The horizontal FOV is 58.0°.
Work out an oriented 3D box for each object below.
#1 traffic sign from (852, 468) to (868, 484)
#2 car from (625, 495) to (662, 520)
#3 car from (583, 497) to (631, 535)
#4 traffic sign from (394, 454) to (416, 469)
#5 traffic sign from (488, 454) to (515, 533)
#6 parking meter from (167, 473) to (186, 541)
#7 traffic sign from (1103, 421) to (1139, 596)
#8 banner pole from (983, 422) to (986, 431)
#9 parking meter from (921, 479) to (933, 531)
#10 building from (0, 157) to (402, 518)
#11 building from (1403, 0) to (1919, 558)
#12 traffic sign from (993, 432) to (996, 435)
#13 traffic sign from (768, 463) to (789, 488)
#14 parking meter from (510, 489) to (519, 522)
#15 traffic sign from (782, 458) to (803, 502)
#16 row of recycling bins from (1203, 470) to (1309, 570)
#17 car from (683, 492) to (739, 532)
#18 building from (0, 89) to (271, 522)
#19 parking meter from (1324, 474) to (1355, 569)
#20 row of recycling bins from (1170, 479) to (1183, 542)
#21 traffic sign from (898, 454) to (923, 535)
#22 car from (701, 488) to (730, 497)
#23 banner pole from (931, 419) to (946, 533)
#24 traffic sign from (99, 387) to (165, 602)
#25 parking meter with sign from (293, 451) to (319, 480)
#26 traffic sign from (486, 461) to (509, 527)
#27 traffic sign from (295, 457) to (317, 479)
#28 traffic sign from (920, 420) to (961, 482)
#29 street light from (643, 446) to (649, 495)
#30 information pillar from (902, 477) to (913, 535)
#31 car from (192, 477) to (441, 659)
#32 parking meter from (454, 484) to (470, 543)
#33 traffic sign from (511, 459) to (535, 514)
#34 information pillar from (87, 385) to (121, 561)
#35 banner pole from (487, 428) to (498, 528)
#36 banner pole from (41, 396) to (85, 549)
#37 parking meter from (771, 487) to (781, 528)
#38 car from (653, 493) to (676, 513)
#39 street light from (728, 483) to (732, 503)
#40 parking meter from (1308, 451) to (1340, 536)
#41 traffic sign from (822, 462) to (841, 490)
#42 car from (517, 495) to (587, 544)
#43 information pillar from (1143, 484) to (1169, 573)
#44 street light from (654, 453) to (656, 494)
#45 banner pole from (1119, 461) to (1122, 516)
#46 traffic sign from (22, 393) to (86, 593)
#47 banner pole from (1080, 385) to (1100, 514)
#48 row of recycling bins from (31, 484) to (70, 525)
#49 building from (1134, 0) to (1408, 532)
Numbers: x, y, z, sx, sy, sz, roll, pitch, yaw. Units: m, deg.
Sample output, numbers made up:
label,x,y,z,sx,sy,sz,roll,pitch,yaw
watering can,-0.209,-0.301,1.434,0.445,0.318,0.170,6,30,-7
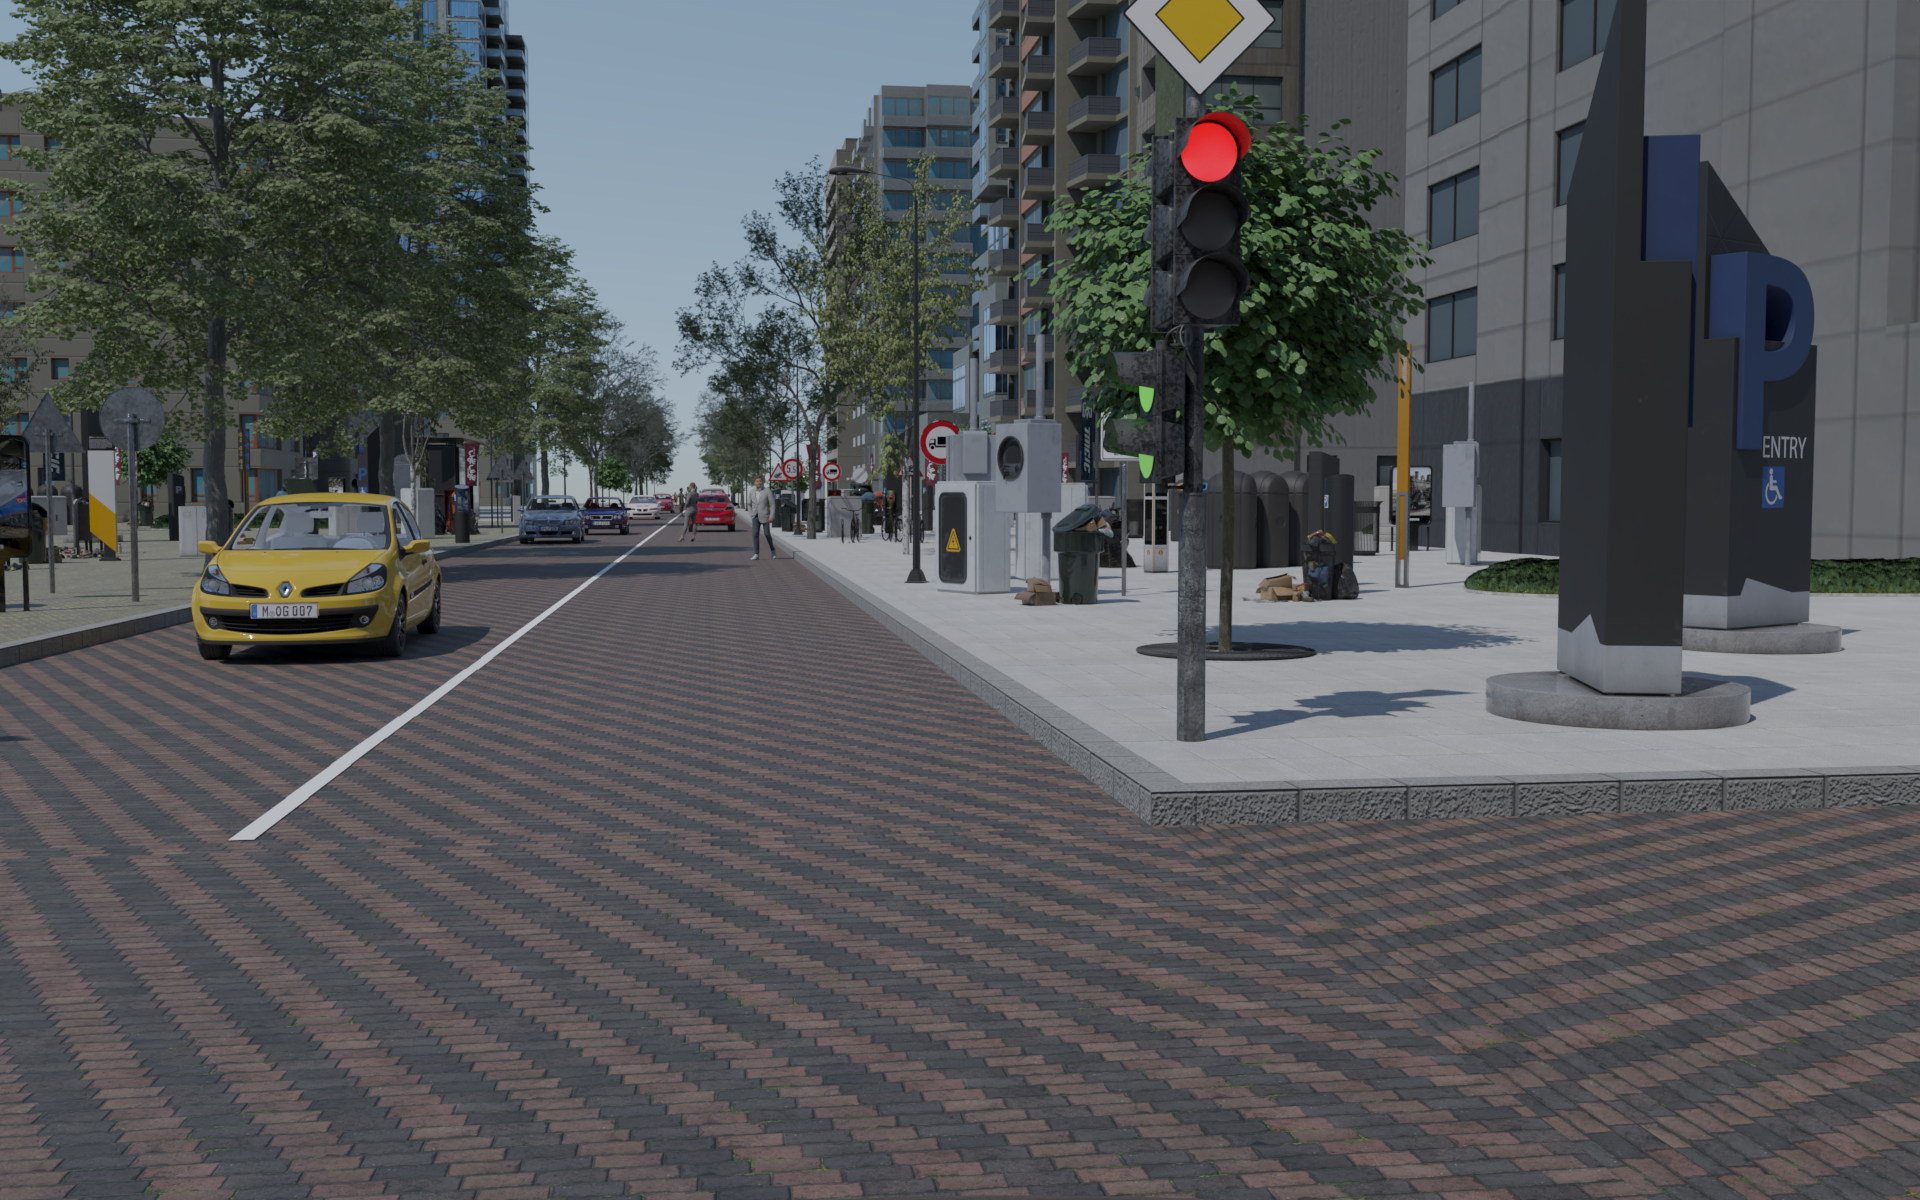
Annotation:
label,x,y,z,sx,sy,sz,roll,pitch,yaw
traffic sign,-4.806,-5.083,83.215,0.768,2.556,0.104,0,4,-8
car,-18.000,-5.270,98.520,2.083,1.381,4.827,-1,4,-9
car,-12.690,-3.003,61.675,1.945,1.354,3.894,-1,4,-9
traffic sign,-17.696,-3.364,55.102,0.768,2.556,0.104,0,4,-2
traffic sign,-14.921,-3.448,56.372,0.884,2.594,0.081,0,4,-2
parking meter,-21.449,-2.553,47.449,0.255,1.863,0.399,2,4,34
traffic sign,2.057,-1.196,21.689,0.606,2.300,0.079,0,4,-5
banner pole,0.834,-4.311,60.507,0.401,3.779,0.863,0,4,-4
parking meter,-1.138,-3.336,60.263,0.255,1.863,0.399,-2,4,-35
building,-53.385,-16.869,120.849,27.650,21.520,28.899,-1,4,-8
building,22.598,-36.361,32.760,20.611,71.187,20.563,-1,4,-8
traffic sign,0.917,-2.014,33.035,0.768,2.556,0.104,0,4,-4
traffic sign,-7.553,-4.409,72.098,0.884,2.594,0.081,0,4,-5
parking meter,-20.615,-4.391,80.197,0.372,1.533,0.369,0,3,0
traffic sign,-5.952,-3.761,61.599,0.768,2.556,0.104,0,4,-8
row of recycling bins,5.607,-1.441,30.681,1.069,1.692,3.534,3,5,42
car,-9.625,-3.544,66.980,2.155,1.783,4.494,-1,4,-9
building,-48.299,-15.131,92.432,27.650,21.520,28.899,-1,4,-8
parking meter,4.846,-0.840,22.149,0.372,1.533,0.369,0,3,0
row of recycling bins,6.984,-2.375,45.948,1.069,1.692,3.534,-3,5,-39
traffic sign,-1.582,-3.292,53.829,0.884,2.594,0.081,0,4,-7
car,-16.656,-6.624,116.971,2.281,1.827,5.304,0,4,-7
banner pole,-0.650,-4.155,57.952,0.401,3.779,0.863,3,4,38
traffic sign,-9.828,-1.252,20.575,0.768,2.556,0.104,0,4,-2
parking meter with sign,-25.917,-4.398,68.170,0.543,3.016,1.738,1,4,10
traffic sign,-18.075,-4.140,67.685,0.884,2.594,0.081,0,4,-4
traffic sign,-18.137,-2.810,48.070,0.606,2.300,0.079,0,4,-3
traffic sign,-0.316,-1.824,29.934,0.768,2.556,0.104,0,4,-4
street light,-30.421,-11.807,165.578,1.470,5.913,1.316,-1,4,-8
information pillar,-1.622,-3.055,54.433,0.304,2.012,0.304,1,4,18
car,-5.967,-0.374,16.335,2.015,1.641,3.980,-1,4,-10
parking meter,-13.033,-2.258,45.337,0.372,1.533,0.369,0,3,0
traffic sign,-16.192,-3.924,64.153,0.884,2.594,0.081,0,4,-7
information pillar,-16.384,-2.553,33.102,0.504,3.616,0.183,0,4,-6
banner pole,-17.746,-4.629,65.702,0.401,3.779,0.863,0,4,-8
banner pole,-20.957,-3.082,40.411,0.863,3.779,0.401,-3,5,-39
parking meter,-6.990,-3.518,65.936,0.372,1.533,0.369,0,3,0
car,-22.338,-7.384,129.770,2.155,1.783,4.494,0,4,-7
street light,-16.459,-9.577,129.132,1.470,5.913,1.316,-1,4,-8
parking meter,5.010,-1.109,23.836,0.399,1.863,0.255,-2,4,-33
traffic sign,-5.098,-4.208,68.911,0.768,2.556,0.104,0,4,-4
car,-12.119,-2.419,51.549,2.014,1.417,4.499,-1,4,-10
information pillar,3.188,-1.445,28.124,0.304,2.012,0.304,-2,4,-25
street light,-34.652,-13.600,194.908,1.470,5.913,1.316,-1,4,-8
banner pole,4.915,-3.805,52.227,0.401,3.779,0.863,1,4,23
traffic sign,-11.719,-1.363,22.293,0.884,2.594,0.081,0,4,-8
banner pole,2.985,-3.022,39.434,0.401,3.779,0.863,3,5,39
row of recycling bins,-37.749,-3.894,70.778,3.534,1.692,1.069,-3,4,-37
building,13.598,-17.925,64.772,14.160,30.474,14.107,-1,4,-8
